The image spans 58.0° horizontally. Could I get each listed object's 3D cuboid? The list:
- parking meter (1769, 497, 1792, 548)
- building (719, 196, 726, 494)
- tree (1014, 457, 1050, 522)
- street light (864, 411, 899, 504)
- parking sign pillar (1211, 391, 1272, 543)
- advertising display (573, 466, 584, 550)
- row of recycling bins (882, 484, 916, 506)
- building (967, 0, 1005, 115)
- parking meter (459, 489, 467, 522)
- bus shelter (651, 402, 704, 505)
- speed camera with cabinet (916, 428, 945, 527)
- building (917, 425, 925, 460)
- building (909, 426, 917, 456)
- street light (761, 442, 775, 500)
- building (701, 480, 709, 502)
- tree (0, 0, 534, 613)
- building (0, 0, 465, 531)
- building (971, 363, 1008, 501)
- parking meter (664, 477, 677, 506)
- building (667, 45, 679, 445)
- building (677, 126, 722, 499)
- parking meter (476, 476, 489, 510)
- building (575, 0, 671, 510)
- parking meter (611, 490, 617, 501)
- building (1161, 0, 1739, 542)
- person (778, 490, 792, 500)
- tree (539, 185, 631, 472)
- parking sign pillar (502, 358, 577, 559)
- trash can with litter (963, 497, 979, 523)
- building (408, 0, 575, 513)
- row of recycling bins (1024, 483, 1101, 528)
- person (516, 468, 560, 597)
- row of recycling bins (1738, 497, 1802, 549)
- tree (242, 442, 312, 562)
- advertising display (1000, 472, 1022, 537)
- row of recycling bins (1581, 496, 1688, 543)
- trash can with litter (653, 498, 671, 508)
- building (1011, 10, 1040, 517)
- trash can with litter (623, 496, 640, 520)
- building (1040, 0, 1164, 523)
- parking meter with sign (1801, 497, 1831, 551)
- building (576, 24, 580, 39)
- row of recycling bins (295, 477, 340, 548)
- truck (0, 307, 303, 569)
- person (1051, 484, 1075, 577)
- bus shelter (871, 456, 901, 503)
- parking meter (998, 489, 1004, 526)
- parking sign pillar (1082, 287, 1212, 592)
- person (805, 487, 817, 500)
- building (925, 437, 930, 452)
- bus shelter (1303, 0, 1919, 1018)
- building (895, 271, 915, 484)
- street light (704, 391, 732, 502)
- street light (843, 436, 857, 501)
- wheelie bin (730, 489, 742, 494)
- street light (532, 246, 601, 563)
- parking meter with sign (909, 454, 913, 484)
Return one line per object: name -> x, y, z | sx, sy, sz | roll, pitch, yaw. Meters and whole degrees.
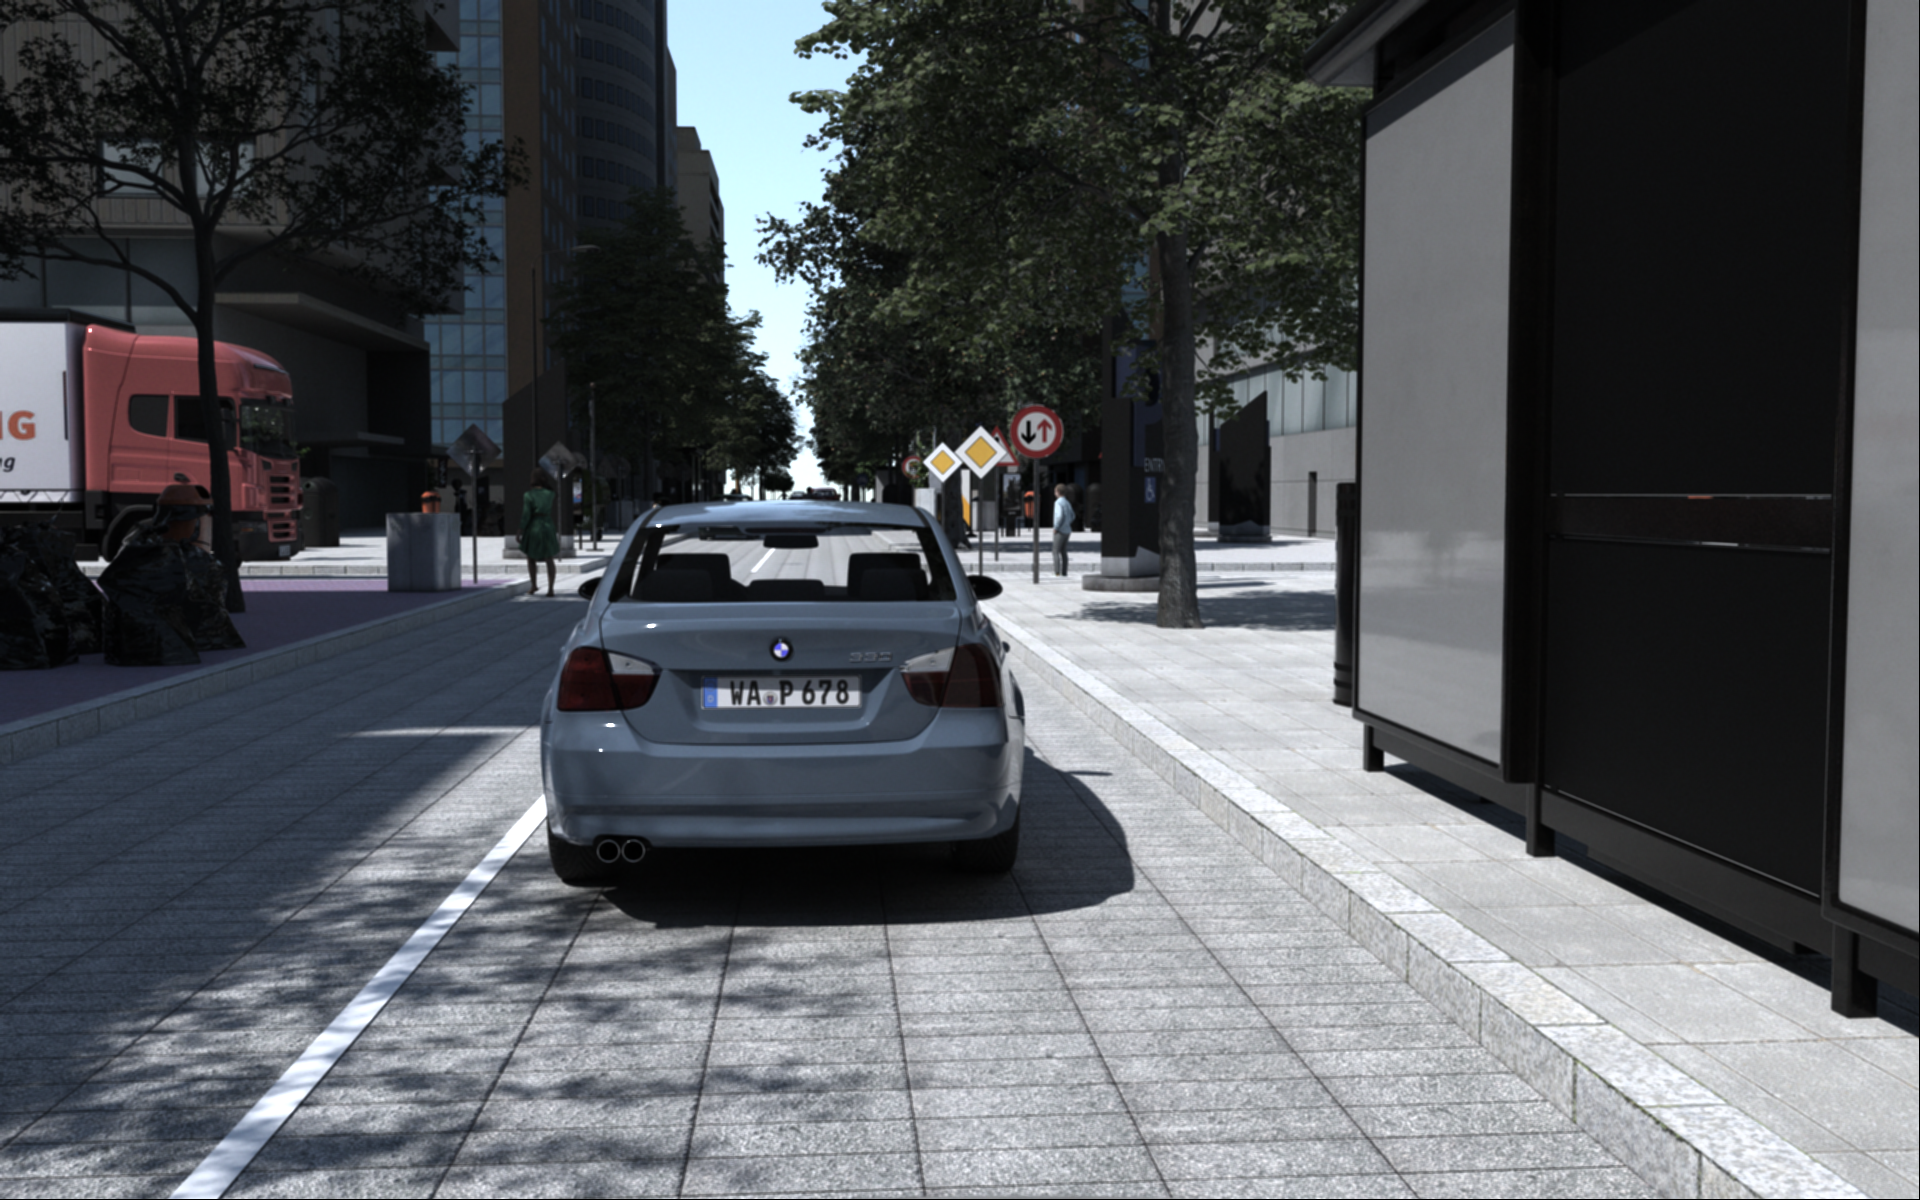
parking meter -> 18.511, -2.041, 39.076 | 0.399, 1.863, 0.255 | 3, 5, 43
building -> -41.155, -36.653, 249.394 | 14.600, 45.320, 14.200 | 0, 4, -5
tree -> 3.243, -5.221, 79.967 | 1.663, 3.219, 1.824 | 0, 3, 0
street light -> -2.794, -5.491, 62.314 | 1.470, 5.913, 1.316 | 0, 4, -5
parking sign pillar -> 7.526, -3.501, 45.721 | 1.447, 3.967, 1.447 | 3, 4, 36
advertising display -> -9.140, -2.113, 39.760 | 0.974, 1.923, 0.123 | -2, 4, -25
row of recycling bins -> -1.575, -3.718, 67.906 | 3.534, 1.692, 1.069 | 2, 4, 33
building -> 9.551, -32.309, 151.959 | 21.300, 48.544, 21.600 | 0, 4, -5
parking meter -> -22.934, -4.374, 79.918 | 0.372, 1.533, 0.369 | 0, 3, 0
bus shelter -> -12.822, -6.131, 77.882 | 2.179, 5.291, 8.768 | 0, 4, -5
speed camera with cabinet -> -0.719, -3.397, 49.883 | 0.660, 3.252, 2.038 | 1, 4, 14
building -> 1.700, -32.134, 208.981 | 14.154, 41.232, 14.086 | 0, 4, -5
building -> 4.362, -37.409, 231.252 | 23.786, 49.044, 30.456 | 0, 4, -5
street light -> -17.145, -11.131, 154.529 | 1.470, 5.913, 1.316 | 0, 4, -5
building -> -46.988, -31.584, 208.284 | 32.217, 40.220, 23.993 | 0, 4, -5
tree -> -8.236, -5.135, 18.372 | 7.601, 10.594, 8.767 | -1, 4, -20
building -> -32.861, -28.695, 58.405 | 28.713, 52.752, 27.495 | 0, 4, -5
building -> 12.023, -49.663, 124.662 | 22.319, 86.520, 31.000 | 0, 4, -5
parking meter -> -9.845, -3.259, 58.997 | 0.255, 1.863, 0.399 | 3, 5, 41
building -> -34.516, -31.545, 165.870 | 14.600, 45.320, 14.200 | 0, 4, -5
building -> -43.341, -37.156, 231.199 | 21.300, 48.544, 21.600 | 0, 4, -5
parking meter -> -15.355, -3.057, 55.689 | 0.399, 1.863, 0.255 | 0, 4, 5
building -> -35.981, -36.801, 143.692 | 21.231, 58.520, 28.212 | 0, 4, -5
parking meter -> -20.179, -5.657, 100.909 | 0.372, 1.533, 0.369 | 0, 3, 0
building -> 22.062, -28.577, 56.474 | 27.495, 52.752, 28.713 | 0, 4, -5
person -> -13.687, -7.697, 135.126 | 1.217, 1.735, 0.721 | 1, 4, 15
tree -> -11.508, -8.898, 63.602 | 7.486, 12.596, 7.792 | 0, 3, 0
parking sign pillar -> -8.418, -2.819, 34.565 | 1.447, 3.967, 1.447 | 0, 4, 6
trash can with litter -> 0.474, -4.032, 77.314 | 1.055, 1.170, 0.624 | -2, 4, -33
building -> -29.636, -27.388, 97.901 | 14.600, 45.320, 14.200 | 0, 4, -5
row of recycling bins -> 3.967, -3.581, 65.657 | 3.534, 1.692, 1.069 | 2, 4, 35
person -> -5.877, -0.946, 24.217 | 0.600, 1.795, 0.529 | -3, 5, -45
row of recycling bins -> 20.175, -2.055, 40.714 | 3.534, 1.692, 1.069 | 0, 3, 0
tree -> -13.546, -2.372, 33.377 | 1.663, 3.219, 1.824 | 0, 3, 0
advertising display -> 1.523, -2.865, 52.063 | 0.123, 1.923, 0.974 | 3, 4, 37
row of recycling bins -> 6.504, -0.786, 19.962 | 3.534, 1.692, 1.069 | 0, 4, 2
trash can with litter -> -9.554, -2.666, 54.971 | 0.624, 1.170, 1.055 | -2, 4, -24
building -> 9.629, -25.582, 101.858 | 14.154, 41.232, 14.086 | 0, 4, -5
trash can with litter -> -16.043, -4.500, 84.963 | 1.055, 1.170, 0.624 | 2, 4, 33
building -> 11.465, -26.275, 79.708 | 14.600, 45.320, 14.200 | 0, 4, -5
parking meter with sign -> 17.492, -2.382, 35.202 | 1.738, 3.016, 0.543 | -3, 5, -43
building -> -39.596, -26.004, 117.053 | 32.217, 40.220, 23.993 | 0, 4, -5
row of recycling bins -> -16.467, -2.179, 42.742 | 3.534, 1.692, 1.069 | 3, 5, 41
truck -> -15.689, -2.340, 27.167 | 11.283, 4.237, 2.839 | 0, 4, -3
person -> 1.690, -1.138, 28.925 | 0.330, 1.601, 0.589 | 3, 5, 40
bus shelter -> -3.799, -6.141, 94.333 | 2.014, 3.302, 5.546 | 0, 4, -4
parking meter -> 1.589, -3.721, 69.250 | 0.372, 1.533, 0.369 | 0, 3, 0
parking sign pillar -> 2.361, -2.122, 23.167 | 1.447, 3.967, 1.447 | 2, 4, 30
person -> -7.155, -4.589, 83.895 | 0.716, 1.782, 0.532 | 2, 4, 28
building -> 4.361, -29.727, 169.636 | 14.154, 41.232, 14.086 | 0, 4, -5
bus shelter -> 2.778, -1.766, 6.509 | 2.179, 5.291, 8.768 | 0, 4, -4
building -> 1.365, -38.760, 257.422 | 21.300, 48.544, 21.600 | 0, 4, -5
street light -> -10.962, -6.463, 78.208 | 1.470, 5.913, 1.316 | 0, 4, -5
street light -> -6.497, -8.281, 107.928 | 1.470, 5.913, 1.316 | 0, 4, -5
wheelie bin -> -13.782, -6.044, 106.732 | 0.980, 1.594, 0.693 | 2, 4, 30
street light -> -7.416, -3.666, 32.483 | 1.470, 5.913, 1.316 | 0, 4, -5
parking meter with sign -> -1.496, -4.925, 76.791 | 1.738, 3.016, 0.543 | -2, 4, -27
